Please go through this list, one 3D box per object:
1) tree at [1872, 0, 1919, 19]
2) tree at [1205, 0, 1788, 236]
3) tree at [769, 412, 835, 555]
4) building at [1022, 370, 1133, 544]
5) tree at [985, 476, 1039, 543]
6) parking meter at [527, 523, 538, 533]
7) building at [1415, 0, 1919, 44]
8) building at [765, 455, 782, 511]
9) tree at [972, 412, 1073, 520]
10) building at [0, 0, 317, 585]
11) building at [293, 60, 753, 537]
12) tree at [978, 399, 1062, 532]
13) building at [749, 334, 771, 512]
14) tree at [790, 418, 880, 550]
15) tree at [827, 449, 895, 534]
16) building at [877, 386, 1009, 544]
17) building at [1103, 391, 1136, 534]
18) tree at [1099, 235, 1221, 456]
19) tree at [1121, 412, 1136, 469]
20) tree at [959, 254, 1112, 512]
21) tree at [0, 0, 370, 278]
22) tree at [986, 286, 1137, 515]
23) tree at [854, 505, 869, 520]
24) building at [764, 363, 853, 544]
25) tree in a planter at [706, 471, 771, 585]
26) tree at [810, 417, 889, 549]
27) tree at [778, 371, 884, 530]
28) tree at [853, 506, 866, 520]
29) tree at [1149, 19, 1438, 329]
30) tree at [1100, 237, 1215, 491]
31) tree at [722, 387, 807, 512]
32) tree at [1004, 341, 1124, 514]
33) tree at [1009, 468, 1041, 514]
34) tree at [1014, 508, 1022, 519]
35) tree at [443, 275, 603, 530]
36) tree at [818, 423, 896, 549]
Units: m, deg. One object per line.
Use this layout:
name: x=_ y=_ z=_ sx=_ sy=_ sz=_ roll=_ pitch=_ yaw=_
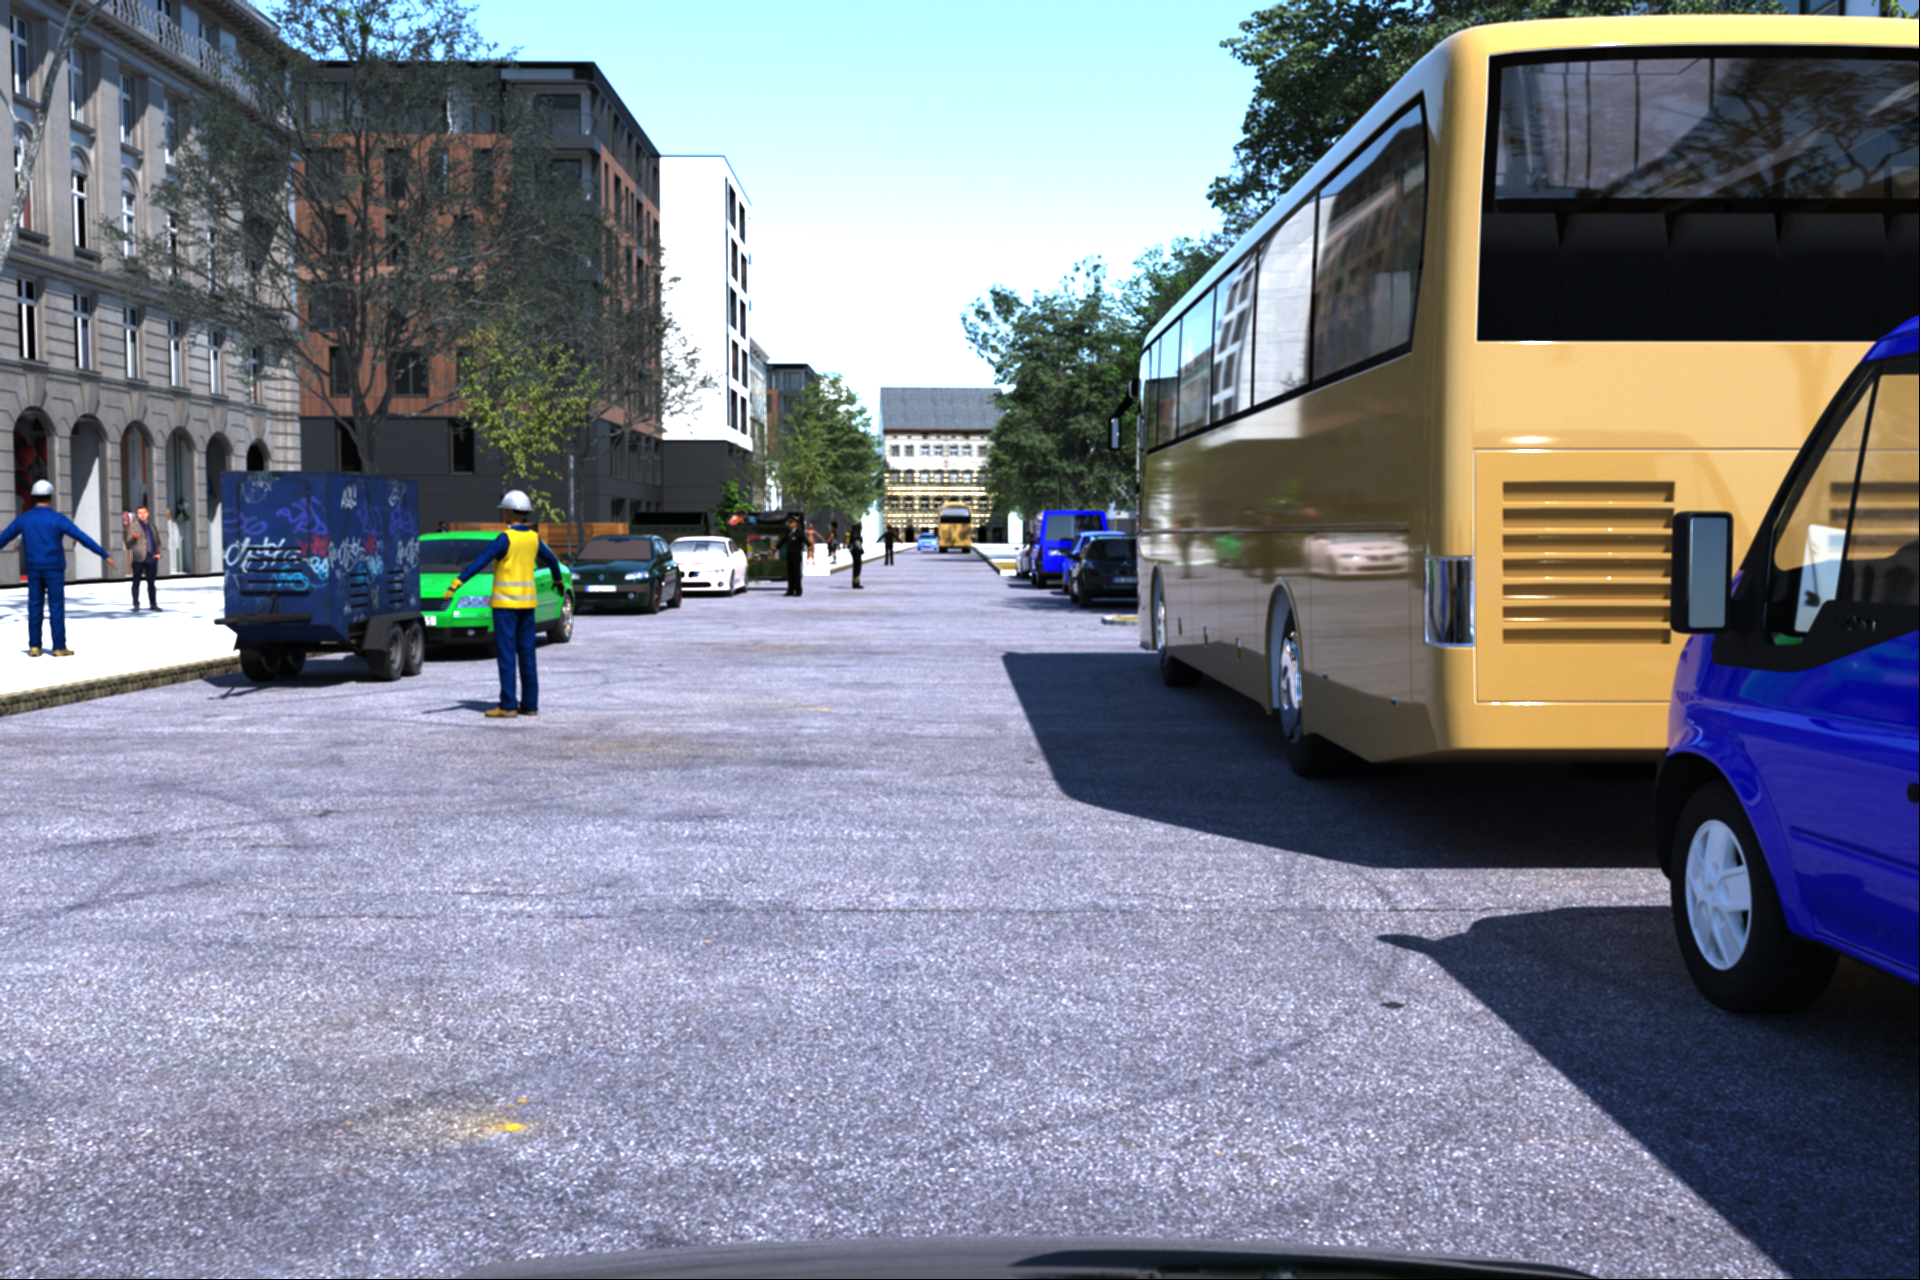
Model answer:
tree: x=8.904 y=-3.859 z=13.452 sx=4.737 sy=8.622 sz=4.395 roll=0 pitch=3 yaw=0
tree: x=8.785 y=-7.470 z=28.782 sx=9.857 sy=13.997 sz=8.962 roll=0 pitch=3 yaw=0
tree: x=-9.473 y=-9.435 z=104.629 sx=4.737 sy=8.622 sz=4.395 roll=0 pitch=3 yaw=0
building: x=22.130 y=-23.609 z=229.982 sx=27.936 sy=21.610 sz=32.646 roll=0 pitch=4 yaw=0
tree: x=6.274 y=-15.264 z=167.686 sx=7.486 sy=12.596 sz=7.792 roll=0 pitch=3 yaw=0
parking meter: x=-9.984 y=-1.947 z=40.240 sx=0.372 sy=1.533 sz=0.369 roll=0 pitch=3 yaw=0
building: x=28.181 y=-14.948 z=50.965 sx=21.656 sy=26.213 sz=47.522 roll=0 pitch=3 yaw=0
building: x=-24.223 y=-15.280 z=191.968 sx=9.099 sy=9.664 sz=28.070 roll=0 pitch=4 yaw=1
tree: x=6.497 y=-14.884 z=153.719 sx=12.009 sy=13.543 sz=11.850 roll=0 pitch=3 yaw=0
building: x=-27.943 y=-12.565 z=46.102 sx=13.314 sy=22.015 sz=24.055 roll=0 pitch=3 yaw=0
building: x=-26.596 y=-15.132 z=91.377 sx=27.936 sy=21.610 sz=32.646 roll=0 pitch=4 yaw=-1
tree: x=5.169 y=-13.628 z=140.951 sx=7.486 sy=12.596 sz=7.792 roll=0 pitch=3 yaw=0
building: x=-25.767 y=-18.851 z=139.139 sx=19.493 sy=23.208 sz=18.063 roll=0 pitch=4 yaw=-1
tree: x=-9.870 y=-12.348 z=136.300 sx=7.601 sy=10.594 sz=8.767 roll=0 pitch=4 yaw=-4
tree: x=-9.796 y=-14.061 z=164.313 sx=7.601 sy=10.594 sz=8.767 roll=-1 pitch=4 yaw=-16
building: x=-2.834 y=-25.902 z=256.883 sx=18.063 sy=23.208 sz=19.493 roll=0 pitch=4 yaw=-5
building: x=21.384 y=-20.757 z=195.792 sx=16.016 sy=20.090 sz=11.380 roll=0 pitch=3 yaw=0
tree: x=8.646 y=-8.193 z=59.705 sx=9.928 sy=11.665 sz=9.643 roll=0 pitch=3 yaw=0
tree: x=8.439 y=-7.159 z=67.415 sx=4.737 sy=8.622 sz=4.395 roll=0 pitch=3 yaw=0
tree: x=6.976 y=-15.954 z=116.734 sx=12.611 sy=20.169 sz=13.585 roll=0 pitch=3 yaw=0
tree: x=-11.522 y=-9.995 z=19.302 sx=12.611 sy=20.169 sz=13.585 roll=0 pitch=3 yaw=0
tree: x=6.027 y=-11.110 z=88.298 sx=9.857 sy=13.997 sz=8.962 roll=0 pitch=3 yaw=0
tree: x=-14.543 y=-18.841 z=258.411 sx=4.360 sy=8.622 sz=3.978 roll=0 pitch=3 yaw=0
building: x=-28.697 y=-23.213 z=223.500 sx=27.936 sy=21.610 sz=32.646 roll=0 pitch=3 yaw=0
tree in a planter: x=-6.429 y=-3.185 z=49.301 sx=1.991 sy=3.239 sz=1.994 roll=0 pitch=4 yaw=0
tree: x=-9.951 y=-13.939 z=153.658 sx=9.928 sy=11.665 sz=9.643 roll=0 pitch=3 yaw=0
tree: x=-9.340 y=-12.394 z=120.765 sx=7.486 sy=12.596 sz=7.792 roll=0 pitch=3 yaw=0
tree: x=-14.513 y=-18.574 z=254.052 sx=4.360 sy=8.622 sz=3.978 roll=0 pitch=3 yaw=0
tree: x=9.594 y=-7.972 z=40.715 sx=12.009 sy=13.543 sz=11.850 roll=0 pitch=3 yaw=0
tree: x=11.011 y=-10.339 z=75.698 sx=9.857 sy=13.997 sz=8.962 roll=0 pitch=3 yaw=0
tree: x=-9.176 y=-8.318 z=86.359 sx=4.360 sy=8.622 sz=3.978 roll=0 pitch=3 yaw=0
tree: x=5.930 y=-11.266 z=102.327 sx=7.486 sy=12.596 sz=7.792 roll=0 pitch=3 yaw=0
tree: x=6.270 y=-10.855 z=127.837 sx=4.360 sy=8.622 sz=3.978 roll=0 pitch=3 yaw=0
tree: x=11.053 y=-19.411 z=251.787 sx=7.601 sy=10.594 sz=8.767 roll=0 pitch=4 yaw=2
tree: x=-12.548 y=-6.021 z=48.809 sx=4.737 sy=8.622 sz=4.395 roll=0 pitch=3 yaw=0
tree: x=-9.759 y=-12.913 z=145.545 sx=8.767 sy=10.594 sz=7.601 roll=-1 pitch=4 yaw=-10
